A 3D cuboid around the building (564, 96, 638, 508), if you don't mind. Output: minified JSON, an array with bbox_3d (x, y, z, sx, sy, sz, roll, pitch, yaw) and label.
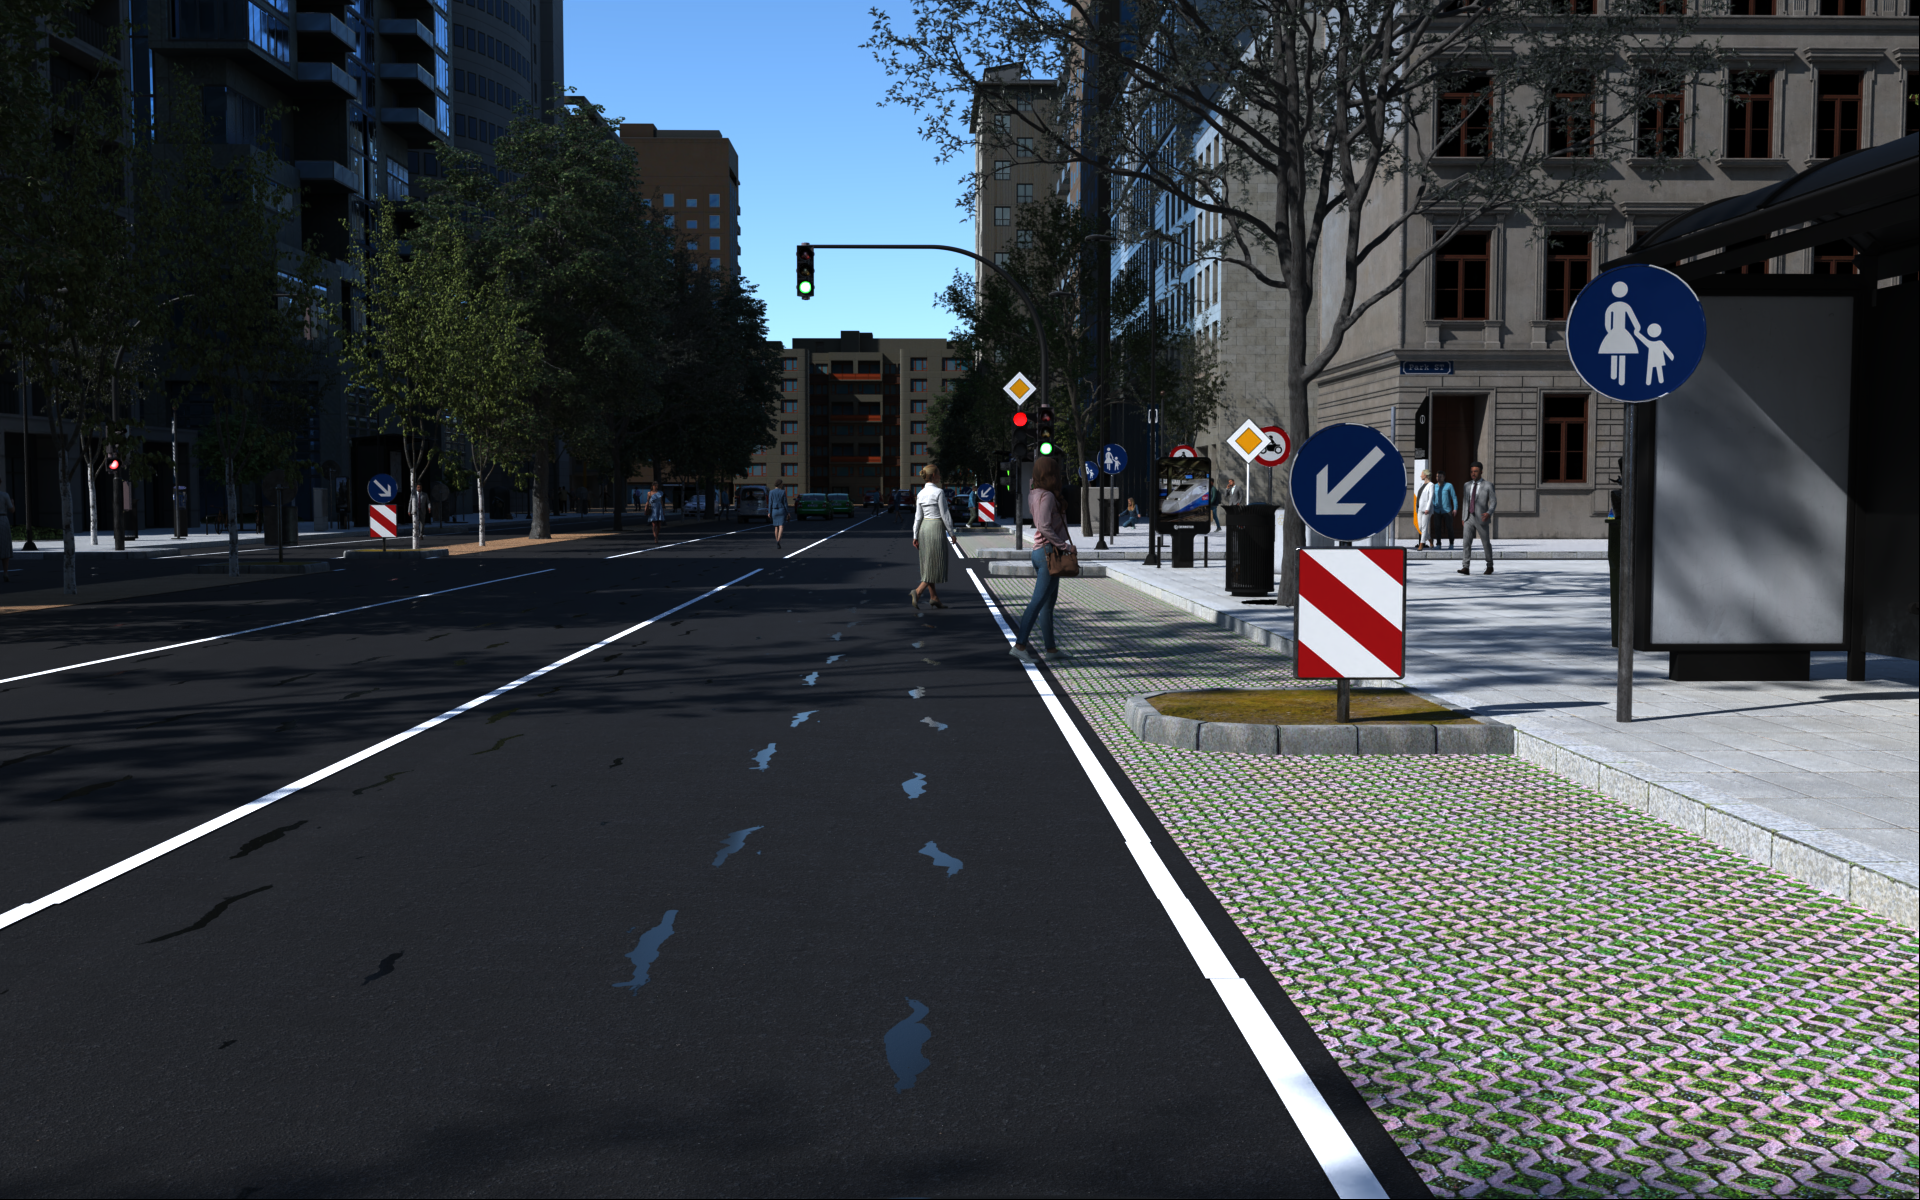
[{"bbox_3d":[-44.361,-29.011,166.216,23.993,40.220,32.217,0,4,-1],"label":"building"}]

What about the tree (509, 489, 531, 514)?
[{"bbox_3d":[-28.300,-7.178,111.957,1.663,3.219,1.824,0,3,0],"label":"tree"}]

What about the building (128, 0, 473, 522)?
[{"bbox_3d":[-40.089,-47.718,92.867,22.319,86.520,31.000,0,4,-1],"label":"building"}]

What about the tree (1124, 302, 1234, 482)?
[{"bbox_3d":[8.639,-7.095,66.370,4.360,8.622,3.978,0,3,0],"label":"tree"}]

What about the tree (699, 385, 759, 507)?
[{"bbox_3d":[-23.787,-15.755,175.714,7.486,12.596,7.792,0,3,0],"label":"tree"}]

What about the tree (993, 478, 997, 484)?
[{"bbox_3d":[2.824,-6.992,108.913,1.663,3.219,1.824,0,3,0],"label":"tree"}]

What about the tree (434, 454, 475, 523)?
[{"bbox_3d":[-22.292,-4.985,76.101,1.663,3.219,1.824,0,3,0],"label":"tree"}]

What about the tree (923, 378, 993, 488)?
[{"bbox_3d":[0.676,-17.365,190.571,9.857,13.997,8.962,0,3,0],"label":"tree"}]

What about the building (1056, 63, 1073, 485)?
[{"bbox_3d":[21.035,-33.521,167.677,23.786,49.044,30.456,0,4,-1],"label":"building"}]

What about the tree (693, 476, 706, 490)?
[{"bbox_3d":[-24.684,-10.449,165.443,1.663,3.219,1.824,0,3,0],"label":"tree"}]

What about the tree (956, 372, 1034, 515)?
[{"bbox_3d":[2.125,-9.430,104.538,4.360,8.622,3.978,0,3,0],"label":"tree"}]

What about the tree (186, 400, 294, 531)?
[{"bbox_3d":[-25.270,-4.703,60.606,4.285,4.588,4.351,0,3,0],"label":"tree"}]

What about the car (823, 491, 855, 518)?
[{"bbox_3d":[-7.372,-5.895,105.171,1.959,1.807,4.718,0,4,-1],"label":"car"}]

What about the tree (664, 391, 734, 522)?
[{"bbox_3d":[-13.530,-8.353,89.388,4.737,8.622,4.395,0,3,0],"label":"tree"}]

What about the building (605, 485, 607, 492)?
[{"bbox_3d":[-52.907,-36.151,214.772,21.600,48.544,21.300,0,4,-1],"label":"building"}]

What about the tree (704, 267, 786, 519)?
[{"bbox_3d":[-14.119,-11.498,97.102,9.857,13.997,8.962,0,3,0],"label":"tree"}]

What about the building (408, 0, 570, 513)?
[{"bbox_3d":[-42.416,-35.786,127.103,21.231,58.520,28.212,0,4,-1],"label":"building"}]

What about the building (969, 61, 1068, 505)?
[{"bbox_3d":[15.275,-38.594,220.248,27.495,52.752,28.713,0,4,-1],"label":"building"}]

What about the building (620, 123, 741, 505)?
[{"bbox_3d":[-34.622,-34.406,212.654,14.200,45.320,14.600,0,4,-1],"label":"building"}]

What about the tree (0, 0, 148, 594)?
[{"bbox_3d":[-12.609,-4.362,24.135,4.737,8.622,4.395,0,3,0],"label":"tree"}]

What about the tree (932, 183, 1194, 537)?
[{"bbox_3d":[3.611,-7.195,52.054,7.601,10.594,8.767,3,5,41],"label":"tree"}]

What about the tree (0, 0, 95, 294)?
[{"bbox_3d":[-12.767,-5.935,17.625,7.486,12.596,7.792,0,3,0],"label":"tree"}]

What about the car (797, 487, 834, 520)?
[{"bbox_3d":[-7.966,-5.306,95.555,1.959,1.807,4.718,0,3,0],"label":"car"}]

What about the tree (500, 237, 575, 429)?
[{"bbox_3d":[-13.059,-9.352,65.732,12.009,13.543,11.850,0,3,0],"label":"tree"}]

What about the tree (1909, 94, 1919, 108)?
[{"bbox_3d":[17.897,-4.823,29.211,4.737,8.622,4.395,0,3,0],"label":"tree"}]

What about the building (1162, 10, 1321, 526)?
[{"bbox_3d":[15.378,-13.610,77.272,10.420,20.320,16.860,0,4,-1],"label":"building"}]

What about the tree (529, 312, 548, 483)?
[{"bbox_3d":[-13.059,-5.762,47.022,4.737,8.622,4.395,0,3,0],"label":"tree"}]

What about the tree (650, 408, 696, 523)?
[{"bbox_3d":[-13.592,-8.069,84.746,4.360,8.622,3.978,0,3,0],"label":"tree"}]

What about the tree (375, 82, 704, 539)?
[{"bbox_3d":[-13.348,-8.904,54.697,9.857,13.997,8.962,0,3,0],"label":"tree"}]

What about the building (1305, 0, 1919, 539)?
[{"bbox_3d":[22.015,-13.289,53.434,21.152,22.565,11.583,0,4,-1],"label":"building"}]

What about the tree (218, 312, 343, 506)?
[{"bbox_3d":[-26.614,-7.213,68.299,4.360,8.622,3.978,0,3,0],"label":"tree"}]

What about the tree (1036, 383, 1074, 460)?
[{"bbox_3d":[5.829,-9.940,112.879,4.360,8.622,3.978,0,3,0],"label":"tree"}]

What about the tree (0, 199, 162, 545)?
[{"bbox_3d":[-21.817,-5.683,43.284,4.360,8.622,3.978,0,3,0],"label":"tree"}]

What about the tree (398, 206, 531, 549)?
[{"bbox_3d":[-13.193,-5.434,41.665,4.737,8.622,4.395,0,3,0],"label":"tree"}]

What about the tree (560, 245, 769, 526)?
[{"bbox_3d":[-13.573,-9.664,77.463,9.611,12.733,9.660,0,3,0],"label":"tree"}]

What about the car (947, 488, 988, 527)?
[{"bbox_3d":[0.335,-4.074,76.404,2.009,1.686,4.222,0,4,-1],"label":"car"}]

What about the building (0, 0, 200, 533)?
[{"bbox_3d":[-39.280,-38.003,59.603,20.563,71.187,20.611,0,4,-1],"label":"building"}]

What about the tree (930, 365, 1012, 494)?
[{"bbox_3d":[1.758,-14.512,154.272,9.611,12.733,9.660,0,3,0],"label":"tree"}]

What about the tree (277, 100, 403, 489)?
[{"bbox_3d":[-12.485,-4.684,29.403,4.737,8.622,4.395,0,3,0],"label":"tree"}]

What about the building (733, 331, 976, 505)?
[{"bbox_3d":[-12.902,-22.932,219.981,28.899,21.520,27.650,0,4,-1],"label":"building"}]

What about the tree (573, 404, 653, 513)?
[{"bbox_3d":[-23.419,-12.334,119.784,7.486,12.596,7.792,0,3,0],"label":"tree"}]

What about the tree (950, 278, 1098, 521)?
[{"bbox_3d":[3.080,-9.626,83.148,9.928,11.665,9.643,0,3,0],"label":"tree"}]

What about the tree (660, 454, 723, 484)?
[{"bbox_3d":[-23.996,-13.420,153.830,7.601,10.594,8.767,-1,4,-9],"label":"tree"}]

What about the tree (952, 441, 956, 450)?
[{"bbox_3d":[1.740,-10.811,127.118,4.360,8.622,3.978,0,3,0],"label":"tree"}]

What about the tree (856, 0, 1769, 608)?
[{"bbox_3d":[4.000,-6.681,19.597,12.009,13.543,11.850,0,3,0],"label":"tree"}]

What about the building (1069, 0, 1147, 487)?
[{"bbox_3d":[16.712,-30.290,145.357,14.600,45.320,14.200,0,4,-1],"label":"building"}]

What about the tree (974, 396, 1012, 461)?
[{"bbox_3d":[2.983,-10.266,118.218,4.737,8.622,4.395,0,3,0],"label":"tree"}]

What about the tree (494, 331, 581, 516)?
[{"bbox_3d":[-23.926,-10.760,101.684,9.928,11.665,9.643,0,3,0],"label":"tree"}]

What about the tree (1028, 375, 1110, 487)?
[{"bbox_3d":[6.932,-9.476,105.288,4.737,8.622,4.395,0,3,0],"label":"tree"}]

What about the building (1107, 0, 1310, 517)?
[{"bbox_3d":[15.697,-19.743,100.286,11.434,29.767,29.804,0,4,-1],"label":"building"}]

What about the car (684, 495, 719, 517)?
[{"bbox_3d":[-16.649,-6.080,111.774,2.083,1.381,4.827,0,4,-1],"label":"car"}]
